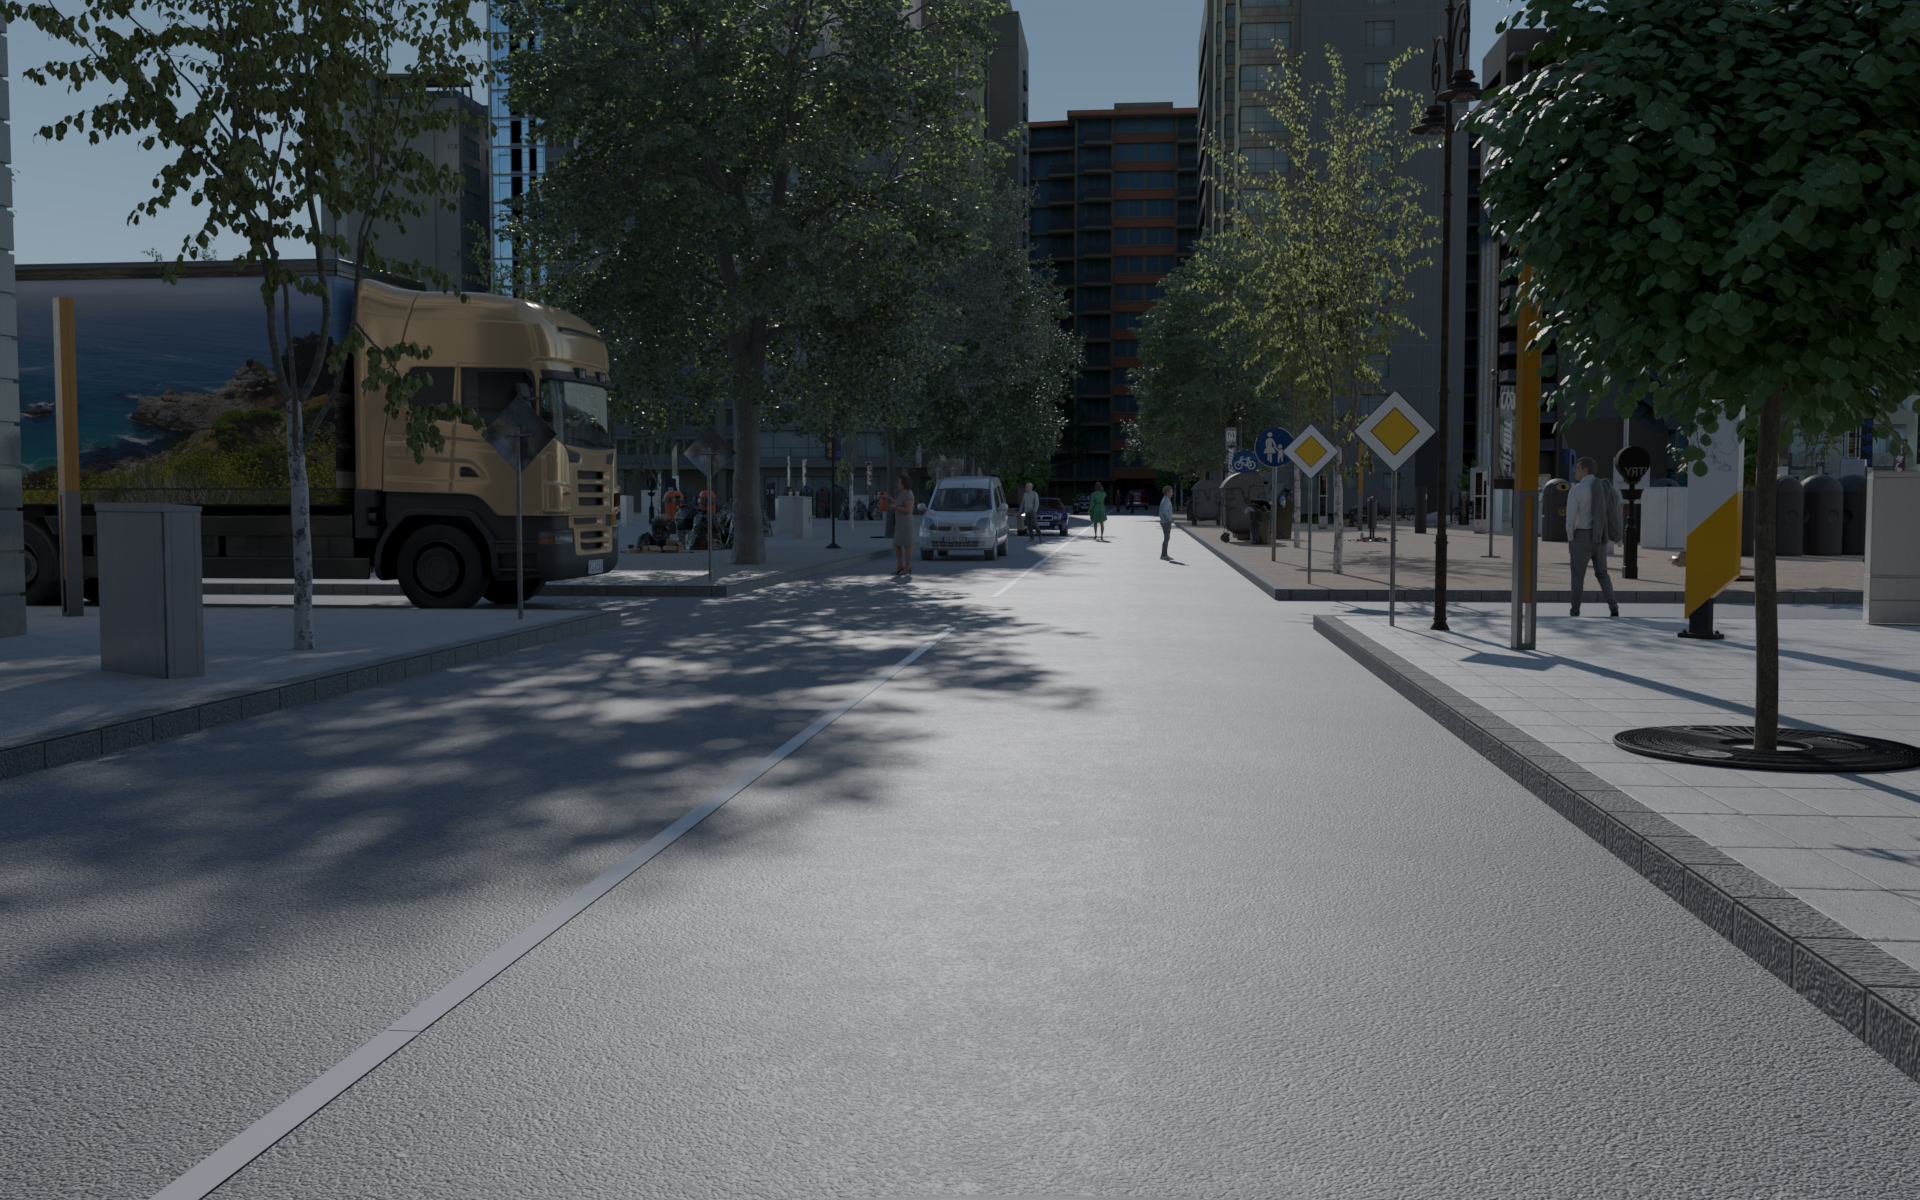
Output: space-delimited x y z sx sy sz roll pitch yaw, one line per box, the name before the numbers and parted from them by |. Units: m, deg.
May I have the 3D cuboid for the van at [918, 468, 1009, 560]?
van | 0.130 -1.946 38.830 2.013 2.044 4.112 0 4 7

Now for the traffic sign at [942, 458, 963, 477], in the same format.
traffic sign | -0.268 -3.729 61.069 0.768 2.556 0.104 1 4 12

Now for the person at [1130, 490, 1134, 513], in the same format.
person | 12.704 -7.257 128.073 0.530 1.710 0.541 2 4 33

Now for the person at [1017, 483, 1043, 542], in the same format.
person | 2.065 -2.617 51.767 0.782 1.767 0.515 3 5 40

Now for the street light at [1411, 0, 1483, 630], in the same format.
street light | 4.541 -2.656 16.209 0.468 5.910 1.993 0 4 6

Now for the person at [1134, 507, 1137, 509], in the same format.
person | 16.735 -9.540 165.214 1.217 1.736 0.721 1 4 10

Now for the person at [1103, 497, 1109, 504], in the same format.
person | 12.534 -8.587 152.156 1.065 1.426 0.557 0 4 -6

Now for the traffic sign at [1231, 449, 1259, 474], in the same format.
traffic sign | 8.109 -3.012 49.357 0.768 2.556 0.104 0 4 8

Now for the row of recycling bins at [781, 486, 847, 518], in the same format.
row of recycling bins | -7.828 -5.241 92.800 3.534 1.692 1.069 -1 4 -10

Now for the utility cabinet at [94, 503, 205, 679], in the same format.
utility cabinet | -5.789 -0.075 12.389 1.020 1.237 0.306 3 5 40

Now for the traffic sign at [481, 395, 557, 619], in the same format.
traffic sign | -4.499 -0.859 17.683 0.795 2.450 0.064 0 4 6

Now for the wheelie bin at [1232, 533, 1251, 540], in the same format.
wheelie bin | 8.317 -2.630 50.912 0.980 1.594 0.693 -1 4 -11

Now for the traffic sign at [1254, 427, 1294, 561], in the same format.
traffic sign | 5.998 -2.015 33.044 0.768 2.556 0.104 1 4 13

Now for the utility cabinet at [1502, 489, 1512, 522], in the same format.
utility cabinet | 24.916 -4.348 79.771 0.318 1.500 1.173 -2 4 -33

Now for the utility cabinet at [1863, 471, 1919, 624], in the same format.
utility cabinet | 9.507 -0.503 16.896 1.173 1.500 0.318 1 4 17

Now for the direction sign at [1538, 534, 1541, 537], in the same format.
direction sign | 17.215 -3.658 51.804 0.379 3.537 0.876 1 4 11

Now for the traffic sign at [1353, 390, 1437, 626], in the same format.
traffic sign | 4.199 -0.804 16.792 0.795 2.450 0.064 0 4 6

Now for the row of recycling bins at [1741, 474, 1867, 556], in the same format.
row of recycling bins | 17.572 -1.781 36.235 3.534 1.692 1.069 -1 4 -14

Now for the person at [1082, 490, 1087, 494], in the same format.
person | 11.401 -9.199 158.931 1.348 1.821 0.705 -1 4 -19

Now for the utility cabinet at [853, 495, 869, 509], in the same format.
utility cabinet | -5.603 -5.232 96.711 1.020 1.237 0.306 2 4 28

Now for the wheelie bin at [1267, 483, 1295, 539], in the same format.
wheelie bin | 9.187 -2.556 49.698 0.693 1.594 0.980 -1 4 -18

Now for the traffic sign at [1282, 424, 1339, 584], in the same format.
traffic sign | 4.997 -1.290 24.737 0.795 2.450 0.064 0 4 6

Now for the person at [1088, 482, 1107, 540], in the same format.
person | 4.320 -2.772 54.073 0.600 1.795 0.529 -1 4 -14

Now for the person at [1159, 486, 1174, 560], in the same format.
person | 4.499 -1.674 37.686 0.330 1.601 0.589 1 4 8

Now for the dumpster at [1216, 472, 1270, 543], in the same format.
dumpster | 7.574 -2.466 46.082 1.264 1.857 1.865 0 4 6

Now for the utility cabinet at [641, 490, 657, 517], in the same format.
utility cabinet | -17.205 -5.382 96.668 1.173 1.500 0.318 2 4 24

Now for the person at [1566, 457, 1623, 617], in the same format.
person | 6.860 -0.620 18.742 0.679 1.850 0.850 -1 4 -16

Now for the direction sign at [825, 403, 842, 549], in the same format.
direction sign | -2.984 -2.983 40.769 0.379 3.537 0.876 1 4 18

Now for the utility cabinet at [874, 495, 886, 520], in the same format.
utility cabinet | -3.760 -4.601 86.390 1.020 1.237 0.306 0 4 4

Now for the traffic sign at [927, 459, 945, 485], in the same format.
traffic sign | -0.817 -3.853 63.099 0.768 2.556 0.104 1 4 11

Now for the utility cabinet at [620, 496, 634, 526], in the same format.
utility cabinet | -13.510 -3.617 70.298 0.306 1.237 1.020 -2 4 -25

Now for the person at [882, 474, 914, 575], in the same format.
person | -1.102 -1.332 30.643 0.532 1.782 0.716 -1 4 -20

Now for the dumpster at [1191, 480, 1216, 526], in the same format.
dumpster | 10.008 -3.936 70.105 1.264 1.857 1.865 0 4 6

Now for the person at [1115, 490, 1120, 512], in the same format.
person | 12.273 -7.696 134.874 0.434 1.755 0.990 0 4 -3

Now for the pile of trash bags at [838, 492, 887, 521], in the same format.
pile of trash bags | -4.432 -4.539 83.965 1.912 1.369 3.447 -3 4 -37

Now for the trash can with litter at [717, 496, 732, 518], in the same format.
trash can with litter | -12.458 -5.043 93.505 2.233 1.210 1.678 2 4 25

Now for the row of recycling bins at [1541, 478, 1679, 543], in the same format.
row of recycling bins | 17.363 -2.395 46.270 3.534 1.692 1.069 2 4 29

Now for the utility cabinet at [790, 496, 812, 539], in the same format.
utility cabinet | -4.526 -2.372 49.949 0.306 1.237 1.020 1 4 10

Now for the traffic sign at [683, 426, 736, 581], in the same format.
traffic sign | -3.701 -1.345 25.628 0.795 2.450 0.064 0 4 6

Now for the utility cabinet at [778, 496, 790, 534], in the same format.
utility cabinet | -5.370 -2.705 55.395 1.020 1.237 0.306 3 5 42

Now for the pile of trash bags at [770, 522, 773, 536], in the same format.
pile of trash bags | -7.387 -2.577 51.890 3.447 1.369 1.912 -3 5 -44

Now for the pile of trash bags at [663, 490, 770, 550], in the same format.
pile of trash bags | -5.855 -1.930 41.307 1.912 1.369 3.447 -1 4 -16

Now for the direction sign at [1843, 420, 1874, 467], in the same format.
direction sign | 26.438 -3.612 51.051 0.379 3.537 0.876 -2 4 -33

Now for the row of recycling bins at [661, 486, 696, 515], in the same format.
row of recycling bins | -13.846 -4.769 85.082 1.069 1.692 3.534 1 4 13

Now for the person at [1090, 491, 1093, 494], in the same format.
person | 12.810 -9.836 170.113 0.721 1.735 1.217 2 4 25

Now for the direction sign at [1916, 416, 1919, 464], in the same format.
direction sign | 25.161 -3.232 44.837 0.379 3.537 0.876 -2 4 -24
